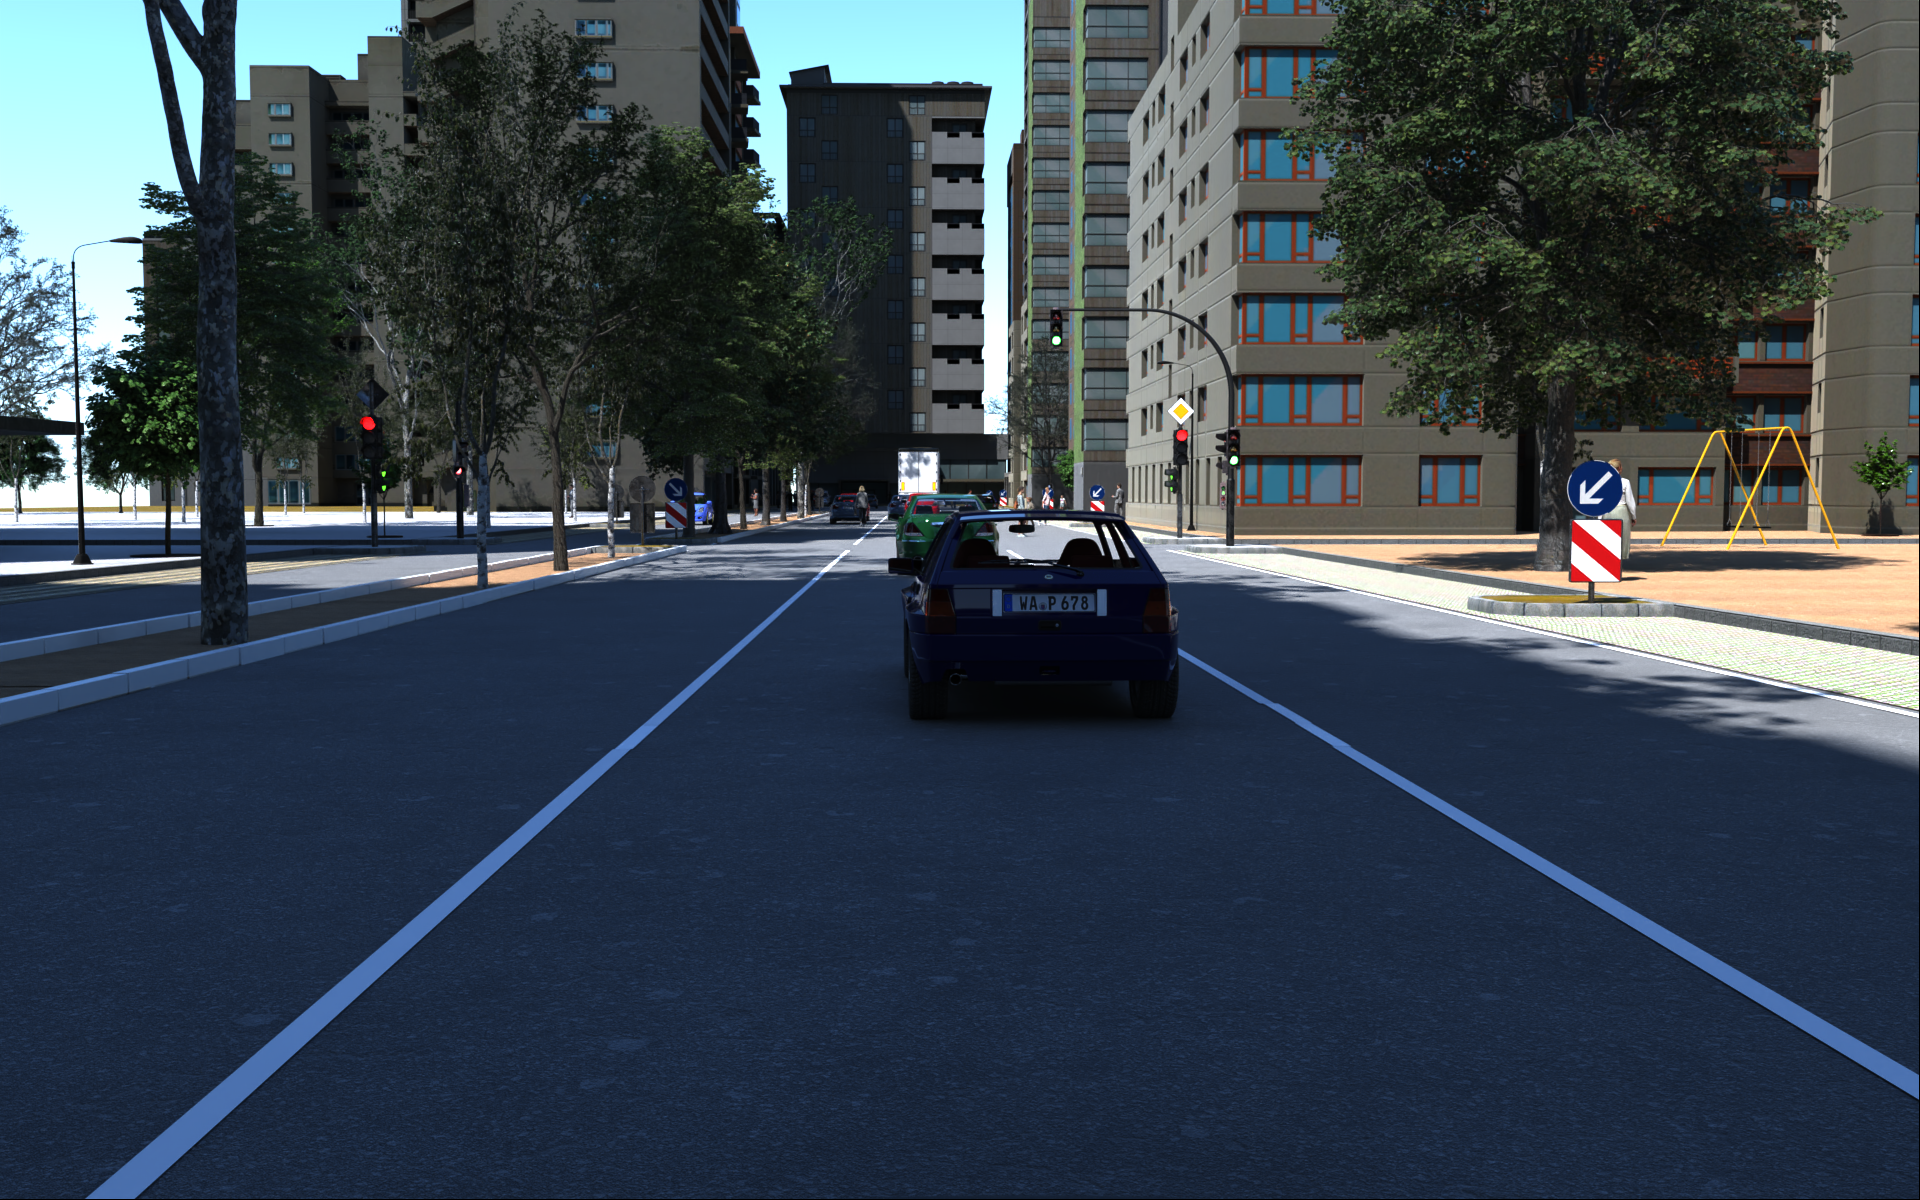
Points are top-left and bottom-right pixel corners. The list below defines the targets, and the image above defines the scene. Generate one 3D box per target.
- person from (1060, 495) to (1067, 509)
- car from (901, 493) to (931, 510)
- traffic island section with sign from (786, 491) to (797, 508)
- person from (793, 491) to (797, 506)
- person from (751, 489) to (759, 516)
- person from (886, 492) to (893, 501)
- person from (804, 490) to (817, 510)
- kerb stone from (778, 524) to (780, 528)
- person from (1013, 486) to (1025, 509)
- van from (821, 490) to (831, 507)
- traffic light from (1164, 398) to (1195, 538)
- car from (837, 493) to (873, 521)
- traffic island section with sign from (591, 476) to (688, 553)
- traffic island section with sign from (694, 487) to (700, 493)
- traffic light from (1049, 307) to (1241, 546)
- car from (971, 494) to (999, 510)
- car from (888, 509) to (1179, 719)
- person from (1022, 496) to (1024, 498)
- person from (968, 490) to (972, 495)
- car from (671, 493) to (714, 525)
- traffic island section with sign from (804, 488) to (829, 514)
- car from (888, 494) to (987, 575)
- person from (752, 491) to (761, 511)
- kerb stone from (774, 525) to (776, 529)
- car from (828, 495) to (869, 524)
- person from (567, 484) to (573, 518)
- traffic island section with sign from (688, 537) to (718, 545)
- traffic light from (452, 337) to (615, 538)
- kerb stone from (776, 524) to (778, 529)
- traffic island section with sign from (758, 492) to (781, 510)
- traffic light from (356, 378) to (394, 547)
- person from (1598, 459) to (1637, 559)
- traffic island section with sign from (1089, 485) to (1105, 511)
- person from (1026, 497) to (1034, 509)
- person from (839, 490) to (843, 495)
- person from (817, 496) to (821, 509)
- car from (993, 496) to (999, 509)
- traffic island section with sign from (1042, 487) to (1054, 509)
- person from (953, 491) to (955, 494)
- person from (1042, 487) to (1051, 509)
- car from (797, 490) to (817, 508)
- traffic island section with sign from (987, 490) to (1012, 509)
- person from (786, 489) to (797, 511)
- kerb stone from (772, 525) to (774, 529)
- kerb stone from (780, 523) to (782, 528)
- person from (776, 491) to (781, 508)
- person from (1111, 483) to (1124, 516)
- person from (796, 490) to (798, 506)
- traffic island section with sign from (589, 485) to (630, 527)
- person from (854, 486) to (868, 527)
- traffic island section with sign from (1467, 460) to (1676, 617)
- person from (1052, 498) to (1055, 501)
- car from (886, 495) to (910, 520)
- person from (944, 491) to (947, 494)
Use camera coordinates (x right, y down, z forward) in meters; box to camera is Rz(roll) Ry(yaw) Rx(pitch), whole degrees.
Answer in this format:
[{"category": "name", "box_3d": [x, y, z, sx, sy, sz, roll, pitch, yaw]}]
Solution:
[{"category": "person", "box_3d": [6.589, -6.100, 110.788, 0.505, 1.210, 0.382, 1, 4, 18]}, {"category": "car", "box_3d": [-1.964, -4.936, 89.750, 2.155, 1.783, 4.494, 0, 4, -2]}, {"category": "traffic island section with sign", "box_3d": [-17.708, -10.409, 178.808, 1.989, 1.847, 2.006, 0, 4, -2]}, {"category": "person", "box_3d": [-17.241, -10.558, 181.206, 0.705, 1.814, 1.350, 1, 4, 17]}, {"category": "person", "box_3d": [-13.260, -6.296, 111.798, 0.532, 1.782, 0.716, 0, 4, -4]}, {"category": "person", "box_3d": [-8.169, -11.751, 201.337, 1.217, 1.735, 0.721, -1, 4, -19]}, {"category": "person", "box_3d": [-13.032, -8.770, 151.902, 1.348, 1.822, 0.705, -1, 4, -8]}, {"category": "kerb stone", "box_3d": [-7.670, -3.039, 71.876, 0.120, 0.150, 1.000, 0, 4, -2]}, {"category": "person", "box_3d": [2.043, -2.964, 57.962, 0.522, 1.701, 0.512, -1, 4, -10]}, {"category": "van", "box_3d": [-15.821, -11.748, 199.098, 2.013, 2.044, 4.112, 0, 4, -2]}, {"category": "traffic light", "box_3d": [6.413, -3.772, 50.589, 0.839, 4.253, 0.868, 0, 4, -2]}, {"category": "car", "box_3d": [-5.720, -5.085, 92.172, 2.155, 1.783, 4.494, 0, 4, -2]}, {"category": "traffic island section with sign", "box_3d": [-7.904, -2.105, 42.560, 2.006, 1.907, 1.989, 0, 4, -2]}, {"category": "traffic island section with sign", "box_3d": [-15.576, -5.691, 101.681, 1.989, 1.847, 2.006, 0, 4, -2]}, {"category": "traffic light", "box_3d": [4.545, -4.143, 42.408, 4.771, 5.953, 1.251, 0, 4, -2]}, {"category": "car", "box_3d": [1.061, -4.932, 90.424, 2.009, 1.686, 4.222, 0, 4, -2]}, {"category": "car", "box_3d": [0.462, 0.012, 12.384, 1.945, 1.354, 3.894, 0, 4, -3]}, {"category": "person", "box_3d": [4.443, -6.934, 126.149, 0.394, 1.301, 0.425, 0, 4, -8]}, {"category": "person", "box_3d": [0.888, -7.396, 129.956, 0.750, 1.759, 0.617, -2, 4, -23]}, {"category": "car", "box_3d": [-12.511, -4.361, 80.893, 1.945, 1.707, 3.694, 0, 4, -2]}, {"category": "traffic island section with sign", "box_3d": [-10.182, -7.152, 125.074, 2.006, 1.907, 1.989, 0, 4, -2]}, {"category": "car", "box_3d": [-0.276, -1.248, 32.201, 2.131, 1.459, 4.920, 0, 4, -2]}, {"category": "person", "box_3d": [-17.178, -8.399, 146.615, 0.721, 1.735, 1.217, -3, 5, -43]}, {"category": "kerb stone", "box_3d": [-7.615, -2.914, 69.832, 0.120, 0.150, 1.000, 0, 4, -2]}, {"category": "car", "box_3d": [-5.427, -4.415, 84.192, 2.014, 1.417, 4.499, 0, 4, -2]}, {"category": "person", "box_3d": [-21.084, -5.355, 93.795, 0.583, 1.804, 0.606, -3, 5, -40]}, {"category": "traffic island section with sign", "box_3d": [-8.099, -2.558, 49.965, 2.006, 1.907, 1.989, 0, 4, -2]}, {"category": "traffic light", "box_3d": [-12.351, -4.613, 50.092, 4.771, 5.953, 1.251, 0, 4, -2]}, {"category": "kerb stone", "box_3d": [-7.646, -2.976, 70.854, 0.120, 0.150, 1.000, 0, 4, -2]}, {"category": "traffic island section with sign", "box_3d": [-16.969, -8.761, 151.863, 1.989, 1.847, 2.006, 0, 4, -2]}, {"category": "traffic light", "box_3d": [-14.219, -3.248, 42.018, 0.839, 4.253, 0.868, 0, 4, -2]}, {"category": "person", "box_3d": [9.606, -1.173, 25.445, 0.641, 1.798, 0.478, -3, 4, -37]}, {"category": "traffic island section with sign", "box_3d": [5.778, -4.077, 75.294, 1.989, 1.847, 2.006, 0, 4, -2]}, {"category": "person", "box_3d": [2.987, -3.745, 74.003, 0.475, 1.303, 0.640, 3, 4, 39]}, {"category": "person", "box_3d": [-10.836, -9.243, 159.762, 1.348, 1.807, 0.705, 3, 4, 36]}, {"category": "person", "box_3d": [-13.801, -9.786, 169.328, 0.721, 1.723, 1.217, -3, 5, -44]}, {"category": "car", "box_3d": [1.728, -6.603, 120.543, 1.945, 1.354, 3.894, 0, 4, -3]}, {"category": "traffic island section with sign", "box_3d": [5.031, -5.725, 102.239, 1.989, 1.847, 2.006, 0, 4, -2]}, {"category": "person", "box_3d": [-0.604, -9.995, 172.840, 0.530, 1.710, 0.541, 0, 4, 2]}, {"category": "person", "box_3d": [3.789, -4.242, 78.523, 0.598, 1.740, 0.731, 1, 4, 8]}, {"category": "car", "box_3d": [-15.203, -10.118, 174.101, 2.281, 1.827, 5.304, 0, 4, -1]}, {"category": "traffic island section with sign", "box_3d": [3.652, -8.795, 152.431, 1.989, 1.847, 2.006, 0, 4, -2]}, {"category": "person", "box_3d": [-14.350, -8.482, 146.805, 1.348, 1.869, 0.705, 2, 4, 33]}, {"category": "kerb stone", "box_3d": [-7.580, -2.851, 68.802, 0.120, 0.150, 1.000, 0, 4, -2]}, {"category": "kerb stone", "box_3d": [-7.695, -3.101, 72.903, 0.120, 0.150, 1.000, 0, 4, -2]}, {"category": "person", "box_3d": [-18.137, -10.054, 173.601, 0.721, 1.735, 1.217, 1, 4, 18]}, {"category": "person", "box_3d": [7.622, -4.736, 83.680, 0.583, 1.804, 0.606, 3, 4, 37]}, {"category": "person", "box_3d": [-17.373, -10.844, 185.437, 1.348, 1.869, 0.705, -3, 5, -43]}, {"category": "traffic island section with sign", "box_3d": [-14.833, -4.043, 74.736, 1.989, 1.847, 2.006, 0, 4, -2]}, {"category": "person", "box_3d": [-4.379, -4.128, 76.169, 0.709, 1.800, 0.728, 0, 4, -3]}, {"category": "traffic island section with sign", "box_3d": [7.285, -0.756, 20.989, 1.989, 1.847, 2.006, 0, 4, -2]}, {"category": "person", "box_3d": [6.785, -7.433, 130.794, 0.599, 1.433, 0.991, -3, 4, -38]}, {"category": "car", "box_3d": [-3.125, -5.179, 96.682, 2.014, 1.417, 4.499, 0, 4, -1]}, {"category": "person", "box_3d": [-1.572, -11.285, 192.975, 0.705, 1.831, 1.348, 1, 4, 10]}]
